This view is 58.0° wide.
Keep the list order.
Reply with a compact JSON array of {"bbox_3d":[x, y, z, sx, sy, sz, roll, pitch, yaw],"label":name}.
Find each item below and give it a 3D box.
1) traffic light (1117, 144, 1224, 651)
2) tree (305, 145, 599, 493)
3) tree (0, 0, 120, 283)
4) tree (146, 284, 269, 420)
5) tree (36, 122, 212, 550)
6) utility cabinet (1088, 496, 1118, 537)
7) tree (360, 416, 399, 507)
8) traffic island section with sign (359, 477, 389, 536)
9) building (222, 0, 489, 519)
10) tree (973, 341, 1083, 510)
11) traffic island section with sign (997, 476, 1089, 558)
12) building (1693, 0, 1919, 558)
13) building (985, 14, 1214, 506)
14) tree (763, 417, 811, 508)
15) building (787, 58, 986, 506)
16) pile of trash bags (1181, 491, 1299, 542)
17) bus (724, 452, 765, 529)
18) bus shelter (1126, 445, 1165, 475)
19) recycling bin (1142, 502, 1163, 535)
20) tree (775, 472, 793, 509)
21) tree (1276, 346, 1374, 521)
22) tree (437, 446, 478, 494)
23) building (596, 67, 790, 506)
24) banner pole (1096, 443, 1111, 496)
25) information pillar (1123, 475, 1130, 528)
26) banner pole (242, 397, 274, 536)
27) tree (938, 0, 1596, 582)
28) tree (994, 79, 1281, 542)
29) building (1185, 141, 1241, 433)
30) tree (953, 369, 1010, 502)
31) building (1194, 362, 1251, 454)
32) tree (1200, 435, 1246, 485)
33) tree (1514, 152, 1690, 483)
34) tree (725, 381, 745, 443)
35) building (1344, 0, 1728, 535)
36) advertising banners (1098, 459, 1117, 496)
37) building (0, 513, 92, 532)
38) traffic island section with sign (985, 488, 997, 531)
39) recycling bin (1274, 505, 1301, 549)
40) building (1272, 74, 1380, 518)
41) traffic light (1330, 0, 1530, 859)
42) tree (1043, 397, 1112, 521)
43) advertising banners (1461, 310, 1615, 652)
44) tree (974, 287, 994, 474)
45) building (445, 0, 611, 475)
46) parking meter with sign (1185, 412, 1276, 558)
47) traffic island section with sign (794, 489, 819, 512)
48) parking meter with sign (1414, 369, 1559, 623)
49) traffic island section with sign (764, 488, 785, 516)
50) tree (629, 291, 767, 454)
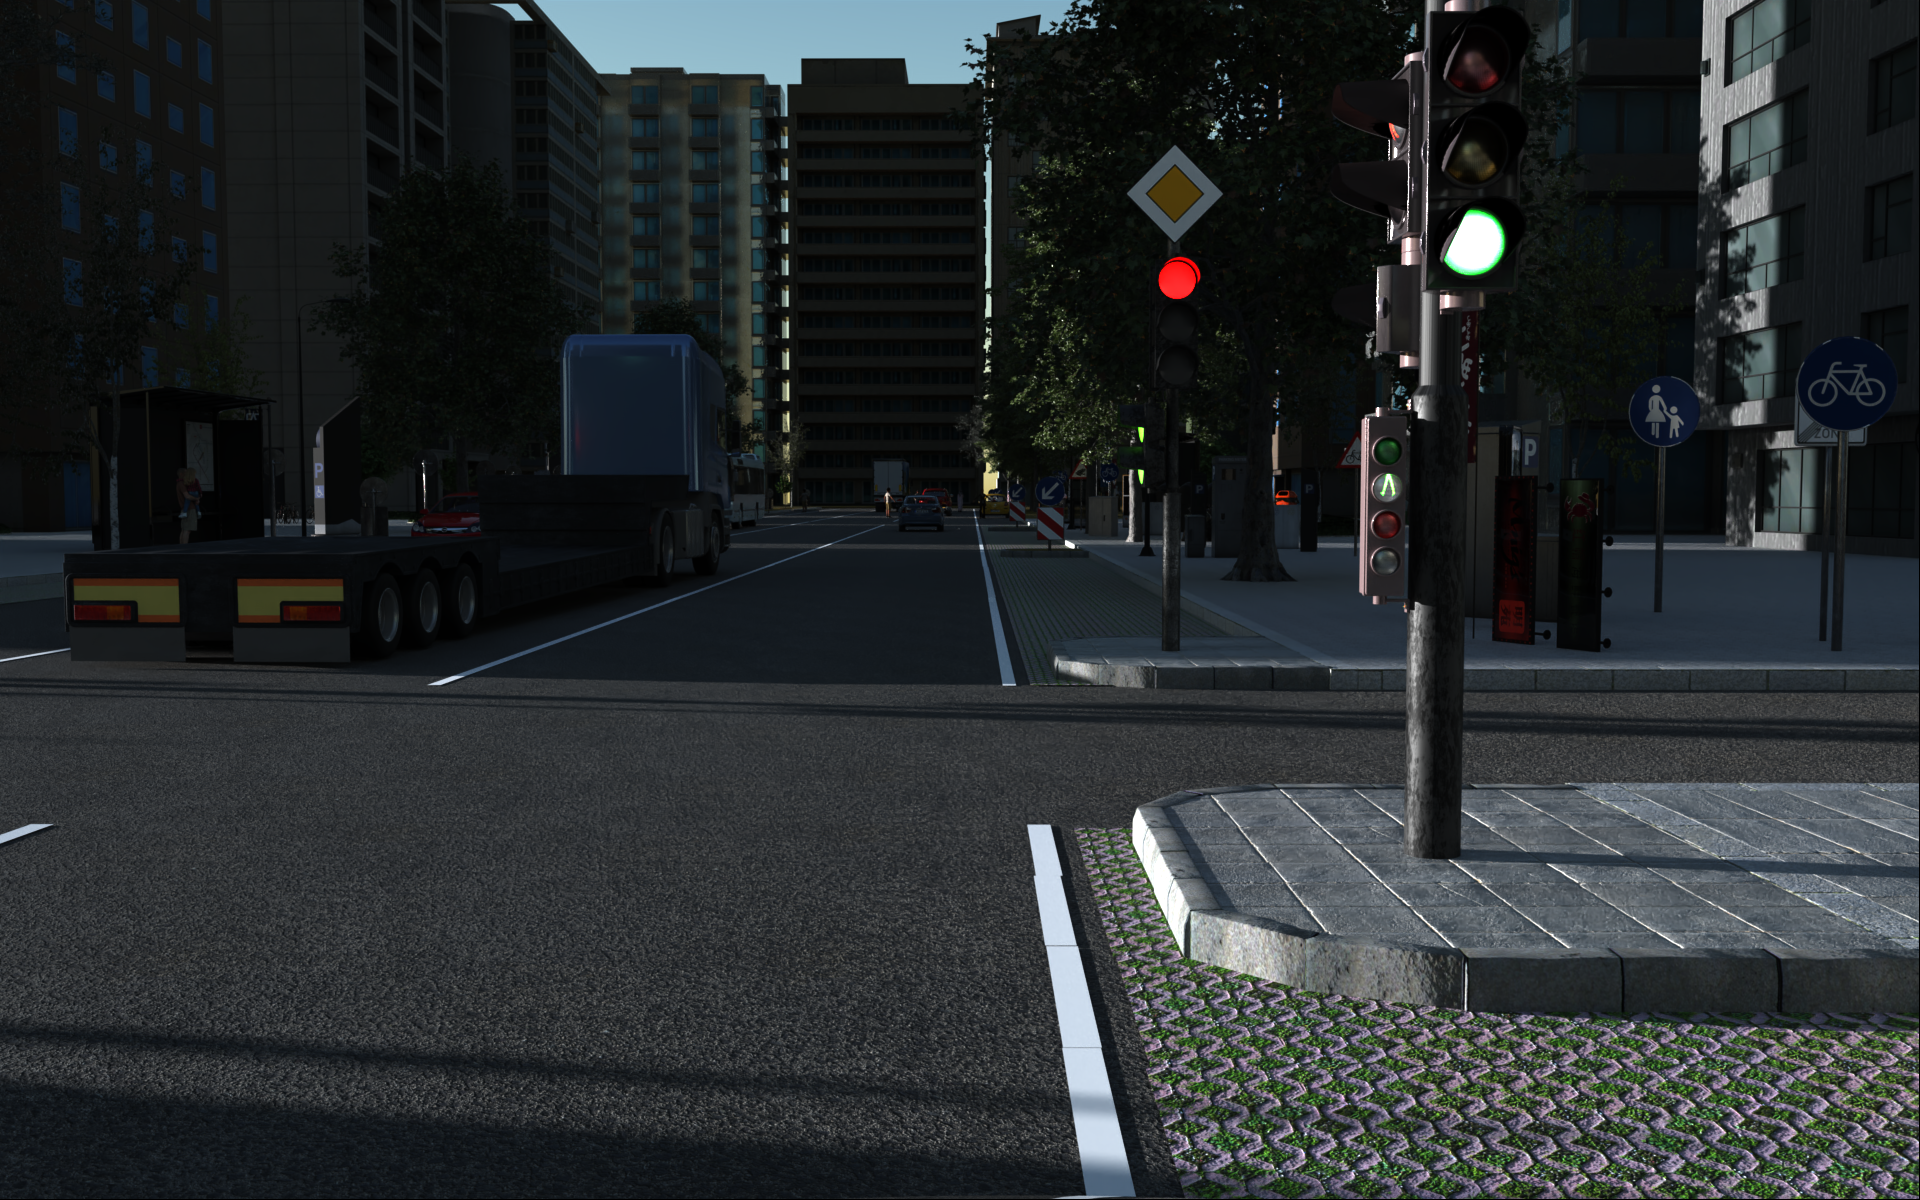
[{"bbox_3d":[1.708,-1.538,14.073,0.839,4.253,0.868,0,4,0],"label":"traffic light"},{"bbox_3d":[-16.596,-8.590,57.449,9.611,12.733,9.660,0,3,0],"label":"tree"},{"bbox_3d":[-16.584,-6.870,22.687,12.009,13.543,11.850,0,3,0],"label":"tree"},{"bbox_3d":[-25.941,-6.712,60.111,4.737,8.622,4.395,0,3,0],"label":"tree"},{"bbox_3d":[-16.801,-5.097,33.705,4.360,8.622,3.978,0,3,0],"label":"tree"},{"bbox_3d":[4.356,-2.543,52.738,0.306,1.237,1.020,-3,5,-39],"label":"utility cabinet"},{"bbox_3d":[-24.249,-5.308,70.493,4.285,4.588,4.351,0,3,0],"label":"tree"},{"bbox_3d":[-13.305,-1.851,38.889,1.989,1.847,2.006,0,4,0],"label":"traffic island section with sign"},{"bbox_3d":[-38.728,-40.377,98.410,20.563,71.187,20.611,0,4,0],"label":"building"},{"bbox_3d":[5.859,-13.975,135.149,9.857,13.997,8.962,0,3,0],"label":"tree"},{"bbox_3d":[1.921,-1.896,39.630,1.989,1.847,2.006,0,4,0],"label":"traffic island section with sign"},{"bbox_3d":[25.122,-16.145,35.677,14.107,30.474,14.160,0,4,0],"label":"building"},{"bbox_3d":[16.686,-37.361,200.091,27.495,52.752,28.713,0,4,0],"label":"building"},{"bbox_3d":[-16.163,-13.068,164.026,4.360,8.622,3.978,0,3,0],"label":"tree"},{"bbox_3d":[-7.883,-35.055,196.852,21.600,48.544,21.300,0,4,0],"label":"building"},{"bbox_3d":[7.583,-2.249,46.524,3.447,1.369,1.912,3,5,44],"label":"pile of trash bags"},{"bbox_3d":[-10.256,-4.821,73.677,2.948,3.499,13.247,0,4,-1],"label":"bus"},{"bbox_3d":[8.061,-4.872,73.575,2.014,3.302,5.546,0,4,0],"label":"bus shelter"},{"bbox_3d":[6.102,-2.538,54.044,0.722,1.027,0.722,2,4,26],"label":"recycling bin"},{"bbox_3d":[-15.214,-9.487,149.710,1.663,3.219,1.824,0,3,0],"label":"tree"},{"bbox_3d":[12.138,-6.633,58.809,4.360,8.622,3.978,0,3,0],"label":"tree"},{"bbox_3d":[-20.331,-4.621,70.150,1.663,3.219,1.824,0,3,0],"label":"tree"},{"bbox_3d":[-33.908,-35.337,197.364,30.456,49.044,23.786,0,4,0],"label":"building"},{"bbox_3d":[6.091,-5.153,74.275,0.863,3.779,0.401,2,4,26],"label":"banner pole"},{"bbox_3d":[6.411,-3.777,66.251,0.304,2.012,0.304,2,4,24],"label":"information pillar"},{"bbox_3d":[-18.017,-3.342,44.665,0.863,3.779,0.401,-3,4,-37],"label":"banner pole"},{"bbox_3d":[4.502,-6.620,25.247,9.611,12.733,9.660,0,3,0],"label":"tree"},{"bbox_3d":[5.128,-7.832,46.187,7.486,12.596,7.792,0,3,0],"label":"tree"},{"bbox_3d":[25.644,-22.777,144.110,14.160,30.474,14.107,0,4,0],"label":"building"},{"bbox_3d":[4.534,-15.529,164.271,12.009,13.543,11.850,0,3,0],"label":"tree"},{"bbox_3d":[29.611,-49.354,119.614,22.319,86.520,31.000,0,4,0],"label":"building"},{"bbox_3d":[12.624,-6.314,86.951,4.285,4.588,4.351,0,3,0],"label":"tree"},{"bbox_3d":[13.364,-5.316,37.279,4.737,8.622,4.395,0,3,0],"label":"tree"},{"bbox_3d":[-15.547,-9.701,108.979,4.360,8.622,3.978,0,3,0],"label":"tree"},{"bbox_3d":[28.605,-27.297,65.913,23.786,49.044,30.456,0,4,0],"label":"building"},{"bbox_3d":[7.332,-5.515,86.361,0.090,3.025,2.074,-2,4,-24],"label":"advertising banners"},{"bbox_3d":[-36.986,-25.275,63.350,14.600,45.320,14.200,0,4,0],"label":"building"},{"bbox_3d":[2.080,-3.557,66.783,1.989,1.847,2.006,0,4,0],"label":"traffic island section with sign"},{"bbox_3d":[7.645,-1.729,40.824,0.722,1.027,0.722,1,4,14],"label":"recycling bin"},{"bbox_3d":[25.156,-27.408,98.237,14.600,45.320,14.200,0,4,0],"label":"building"},{"bbox_3d":[-0.434,-1.914,5.959,4.771,5.953,1.251,0,4,0],"label":"traffic light"},{"bbox_3d":[5.196,-7.989,80.979,4.360,8.622,3.978,0,3,0],"label":"tree"},{"bbox_3d":[4.779,-1.139,14.811,0.090,3.025,2.074,-2,4,-25],"label":"advertising banners"},{"bbox_3d":[4.418,-8.385,55.216,7.486,12.596,7.792,0,3,0],"label":"tree"},{"bbox_3d":[-41.205,-27.135,135.534,23.993,40.220,32.217,0,4,0],"label":"building"},{"bbox_3d":[5.436,-2.367,34.956,1.738,3.016,0.543,0,4,-3],"label":"parking meter with sign"},{"bbox_3d":[-12.661,-8.234,143.249,1.989,1.847,2.006,0,4,0],"label":"traffic island section with sign"},{"bbox_3d":[5.572,-1.321,17.865,0.543,3.016,1.738,-3,5,-42],"label":"parking meter with sign"},{"bbox_3d":[-12.828,-6.585,116.294,1.989,1.847,2.006,0,4,0],"label":"traffic island section with sign"},{"bbox_3d":[-16.249,-11.094,98.399,9.611,12.733,9.660,0,3,0],"label":"tree"}]
